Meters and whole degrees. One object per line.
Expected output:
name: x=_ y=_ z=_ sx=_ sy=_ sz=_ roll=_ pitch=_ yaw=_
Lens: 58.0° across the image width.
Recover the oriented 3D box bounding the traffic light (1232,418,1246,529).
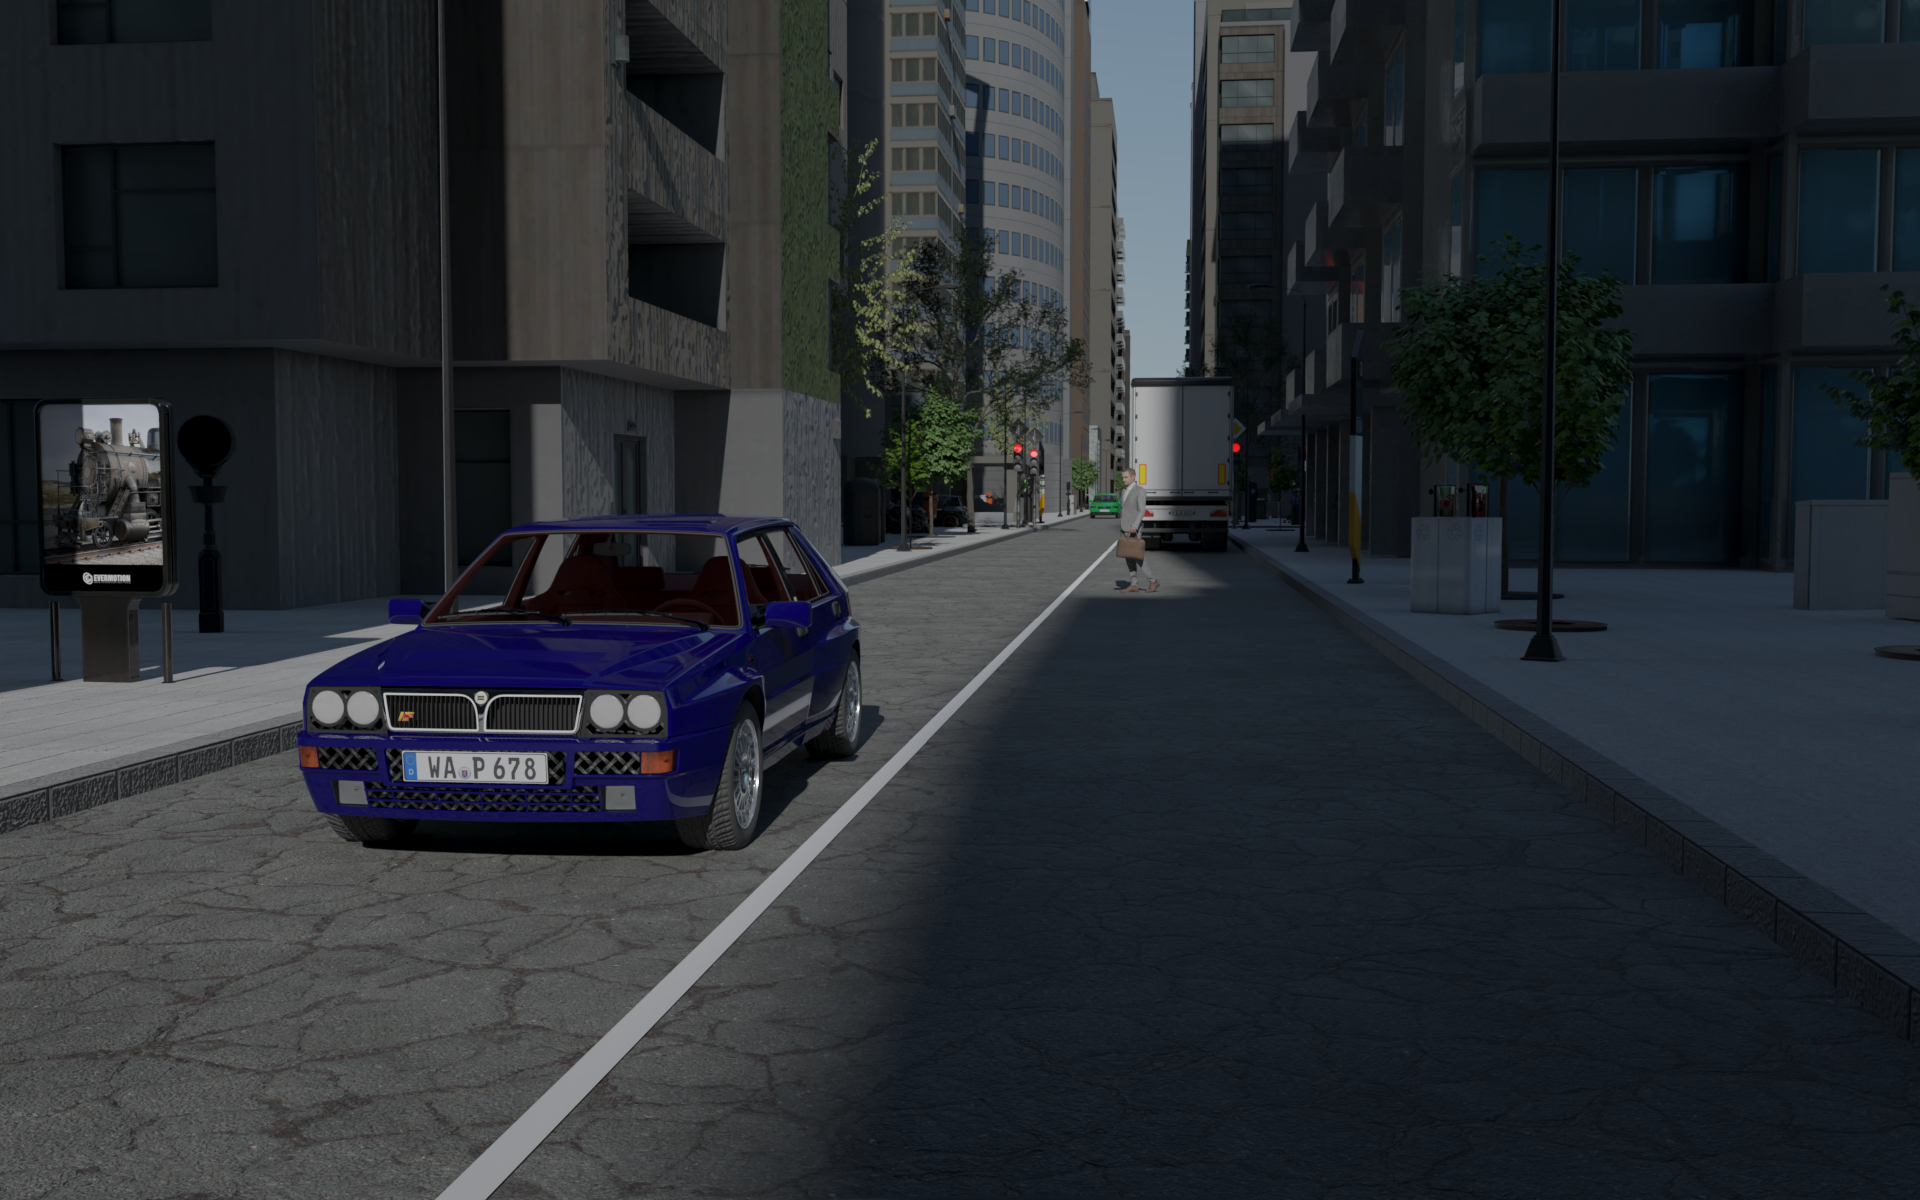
traffic light: x=10.113 y=-4.580 z=63.808 sx=0.839 sy=4.253 sz=0.868 roll=0 pitch=4 yaw=7

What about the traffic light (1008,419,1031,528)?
traffic light: x=2.205 y=-4.636 z=64.727 sx=0.839 sy=4.253 sz=0.868 roll=0 pitch=4 yaw=7

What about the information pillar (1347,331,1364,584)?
information pillar: x=5.656 y=-2.041 z=24.727 sx=0.183 sy=3.616 sz=0.504 roll=2 pitch=4 yaw=24

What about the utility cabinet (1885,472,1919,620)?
utility cabinet: x=9.768 y=-0.525 z=17.270 sx=0.318 sy=1.500 sz=1.173 roll=0 pitch=4 yaw=-6

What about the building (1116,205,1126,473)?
building: x=14.557 y=-39.878 z=271.619 sx=23.786 sy=49.044 sz=30.456 roll=0 pitch=4 yaw=7

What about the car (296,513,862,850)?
car: x=-1.568 y=0.264 z=8.272 sx=1.945 sy=1.354 sz=3.894 roll=0 pitch=4 yaw=6

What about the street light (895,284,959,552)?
street light: x=-0.718 y=-4.030 z=38.437 sx=1.470 sy=5.913 sz=1.316 roll=0 pitch=4 yaw=7

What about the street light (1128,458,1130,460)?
street light: x=21.969 y=-15.819 z=231.180 sx=1.470 sy=5.913 sz=1.316 roll=0 pitch=4 yaw=7

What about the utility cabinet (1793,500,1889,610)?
utility cabinet: x=9.843 y=-0.498 z=19.302 sx=1.020 sy=1.237 sz=0.306 roll=0 pitch=4 yaw=-8

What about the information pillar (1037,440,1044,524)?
information pillar: x=3.544 y=-5.140 z=75.387 sx=0.183 sy=3.616 sz=0.504 roll=-1 pitch=4 yaw=-17

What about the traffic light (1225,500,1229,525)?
traffic light: x=11.053 y=-5.065 z=71.738 sx=0.839 sy=4.253 sz=0.868 roll=0 pitch=4 yaw=7

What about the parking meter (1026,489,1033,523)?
parking meter: x=3.070 y=-4.236 z=77.664 sx=0.372 sy=1.533 sz=0.369 roll=0 pitch=3 yaw=0

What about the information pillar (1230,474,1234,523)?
information pillar: x=12.015 y=-5.181 z=76.067 sx=0.183 sy=3.616 sz=0.504 roll=-1 pitch=4 yaw=-15

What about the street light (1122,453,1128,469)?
street light: x=18.115 y=-13.773 z=197.735 sx=1.470 sy=5.913 sz=1.316 roll=0 pitch=4 yaw=7

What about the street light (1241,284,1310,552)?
street light: x=7.047 y=-4.023 z=38.309 sx=1.470 sy=5.913 sz=1.316 roll=0 pitch=4 yaw=7

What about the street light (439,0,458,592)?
street light: x=-3.711 y=-2.551 z=14.253 sx=1.470 sy=5.913 sz=1.316 roll=0 pitch=4 yaw=7

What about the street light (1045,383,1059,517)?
street light: x=3.261 y=-6.116 z=72.533 sx=1.470 sy=5.913 sz=1.316 roll=0 pitch=4 yaw=7

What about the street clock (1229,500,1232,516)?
street clock: x=15.565 y=-5.838 z=100.022 sx=0.471 sy=2.002 sz=0.358 roll=2 pitch=4 yaw=35

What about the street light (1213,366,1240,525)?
street light: x=9.895 y=-5.534 z=63.021 sx=1.470 sy=5.913 sz=1.316 roll=0 pitch=4 yaw=7

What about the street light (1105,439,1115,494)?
street light: x=12.347 y=-10.765 z=148.551 sx=1.470 sy=5.913 sz=1.316 roll=0 pitch=4 yaw=7

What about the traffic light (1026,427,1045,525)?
traffic light: x=3.145 y=-5.121 z=72.656 sx=0.839 sy=4.253 sz=0.868 roll=0 pitch=4 yaw=7

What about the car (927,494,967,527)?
car: x=-1.649 y=-3.583 z=68.368 sx=4.222 sy=1.686 sz=2.009 roll=0 pitch=4 yaw=7

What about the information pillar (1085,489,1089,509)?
information pillar: x=10.841 y=-8.755 z=147.636 sx=0.304 sy=2.012 sz=0.304 roll=0 pitch=4 yaw=-4

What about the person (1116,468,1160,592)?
person: x=2.504 y=-1.015 z=25.223 sx=0.853 sy=1.813 sz=0.709 roll=-2 pitch=4 yaw=-32

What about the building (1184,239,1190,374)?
building: x=48.506 y=-38.764 z=288.409 sx=22.147 sy=44.769 sz=28.867 roll=0 pitch=4 yaw=7

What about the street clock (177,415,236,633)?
street clock: x=-6.943 y=-0.700 z=16.010 sx=0.471 sy=2.002 sz=0.358 roll=-1 pitch=4 yaw=-12

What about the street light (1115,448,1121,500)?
street light: x=15.151 y=-12.261 z=173.008 sx=1.470 sy=5.913 sz=1.316 roll=0 pitch=4 yaw=7

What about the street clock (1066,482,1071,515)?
street clock: x=6.559 y=-6.132 z=104.833 sx=0.358 sy=2.002 sz=0.471 roll=0 pitch=4 yaw=6

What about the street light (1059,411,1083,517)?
street light: x=6.160 y=-7.613 z=97.018 sx=1.470 sy=5.913 sz=1.316 roll=0 pitch=4 yaw=7

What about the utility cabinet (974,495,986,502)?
utility cabinet: x=1.164 y=-5.918 z=107.925 sx=1.020 sy=1.237 sz=0.306 roll=-1 pitch=4 yaw=-11

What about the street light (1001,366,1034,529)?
street light: x=2.191 y=-5.533 z=63.002 sx=1.470 sy=5.913 sz=1.316 roll=0 pitch=4 yaw=7

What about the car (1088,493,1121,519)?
car: x=8.579 y=-5.713 z=102.209 sx=1.959 sy=1.807 sz=4.718 roll=0 pitch=4 yaw=6

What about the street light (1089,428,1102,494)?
street light: x=9.101 y=-9.141 z=121.999 sx=1.470 sy=5.913 sz=1.316 roll=0 pitch=4 yaw=7

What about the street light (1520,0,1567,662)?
street light: x=3.976 y=-2.492 z=13.285 sx=1.470 sy=5.913 sz=1.316 roll=0 pitch=4 yaw=7

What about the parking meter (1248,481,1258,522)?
parking meter: x=13.228 y=-4.436 z=78.237 sx=0.399 sy=1.863 sz=0.255 roll=0 pitch=4 yaw=-4

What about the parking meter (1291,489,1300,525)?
parking meter: x=13.904 y=-3.872 z=71.712 sx=0.372 sy=1.533 sz=0.369 roll=0 pitch=3 yaw=0

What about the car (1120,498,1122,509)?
car: x=16.041 y=-9.228 z=162.873 sx=2.014 sy=1.417 sz=4.499 roll=1 pitch=4 yaw=9

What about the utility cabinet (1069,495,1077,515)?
utility cabinet: x=6.995 y=-5.878 z=107.270 sx=0.306 sy=1.237 sz=1.020 roll=1 pitch=4 yaw=15

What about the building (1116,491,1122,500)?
building: x=6.711 y=-33.827 z=244.951 sx=32.217 sy=40.220 sz=23.993 roll=0 pitch=4 yaw=7
